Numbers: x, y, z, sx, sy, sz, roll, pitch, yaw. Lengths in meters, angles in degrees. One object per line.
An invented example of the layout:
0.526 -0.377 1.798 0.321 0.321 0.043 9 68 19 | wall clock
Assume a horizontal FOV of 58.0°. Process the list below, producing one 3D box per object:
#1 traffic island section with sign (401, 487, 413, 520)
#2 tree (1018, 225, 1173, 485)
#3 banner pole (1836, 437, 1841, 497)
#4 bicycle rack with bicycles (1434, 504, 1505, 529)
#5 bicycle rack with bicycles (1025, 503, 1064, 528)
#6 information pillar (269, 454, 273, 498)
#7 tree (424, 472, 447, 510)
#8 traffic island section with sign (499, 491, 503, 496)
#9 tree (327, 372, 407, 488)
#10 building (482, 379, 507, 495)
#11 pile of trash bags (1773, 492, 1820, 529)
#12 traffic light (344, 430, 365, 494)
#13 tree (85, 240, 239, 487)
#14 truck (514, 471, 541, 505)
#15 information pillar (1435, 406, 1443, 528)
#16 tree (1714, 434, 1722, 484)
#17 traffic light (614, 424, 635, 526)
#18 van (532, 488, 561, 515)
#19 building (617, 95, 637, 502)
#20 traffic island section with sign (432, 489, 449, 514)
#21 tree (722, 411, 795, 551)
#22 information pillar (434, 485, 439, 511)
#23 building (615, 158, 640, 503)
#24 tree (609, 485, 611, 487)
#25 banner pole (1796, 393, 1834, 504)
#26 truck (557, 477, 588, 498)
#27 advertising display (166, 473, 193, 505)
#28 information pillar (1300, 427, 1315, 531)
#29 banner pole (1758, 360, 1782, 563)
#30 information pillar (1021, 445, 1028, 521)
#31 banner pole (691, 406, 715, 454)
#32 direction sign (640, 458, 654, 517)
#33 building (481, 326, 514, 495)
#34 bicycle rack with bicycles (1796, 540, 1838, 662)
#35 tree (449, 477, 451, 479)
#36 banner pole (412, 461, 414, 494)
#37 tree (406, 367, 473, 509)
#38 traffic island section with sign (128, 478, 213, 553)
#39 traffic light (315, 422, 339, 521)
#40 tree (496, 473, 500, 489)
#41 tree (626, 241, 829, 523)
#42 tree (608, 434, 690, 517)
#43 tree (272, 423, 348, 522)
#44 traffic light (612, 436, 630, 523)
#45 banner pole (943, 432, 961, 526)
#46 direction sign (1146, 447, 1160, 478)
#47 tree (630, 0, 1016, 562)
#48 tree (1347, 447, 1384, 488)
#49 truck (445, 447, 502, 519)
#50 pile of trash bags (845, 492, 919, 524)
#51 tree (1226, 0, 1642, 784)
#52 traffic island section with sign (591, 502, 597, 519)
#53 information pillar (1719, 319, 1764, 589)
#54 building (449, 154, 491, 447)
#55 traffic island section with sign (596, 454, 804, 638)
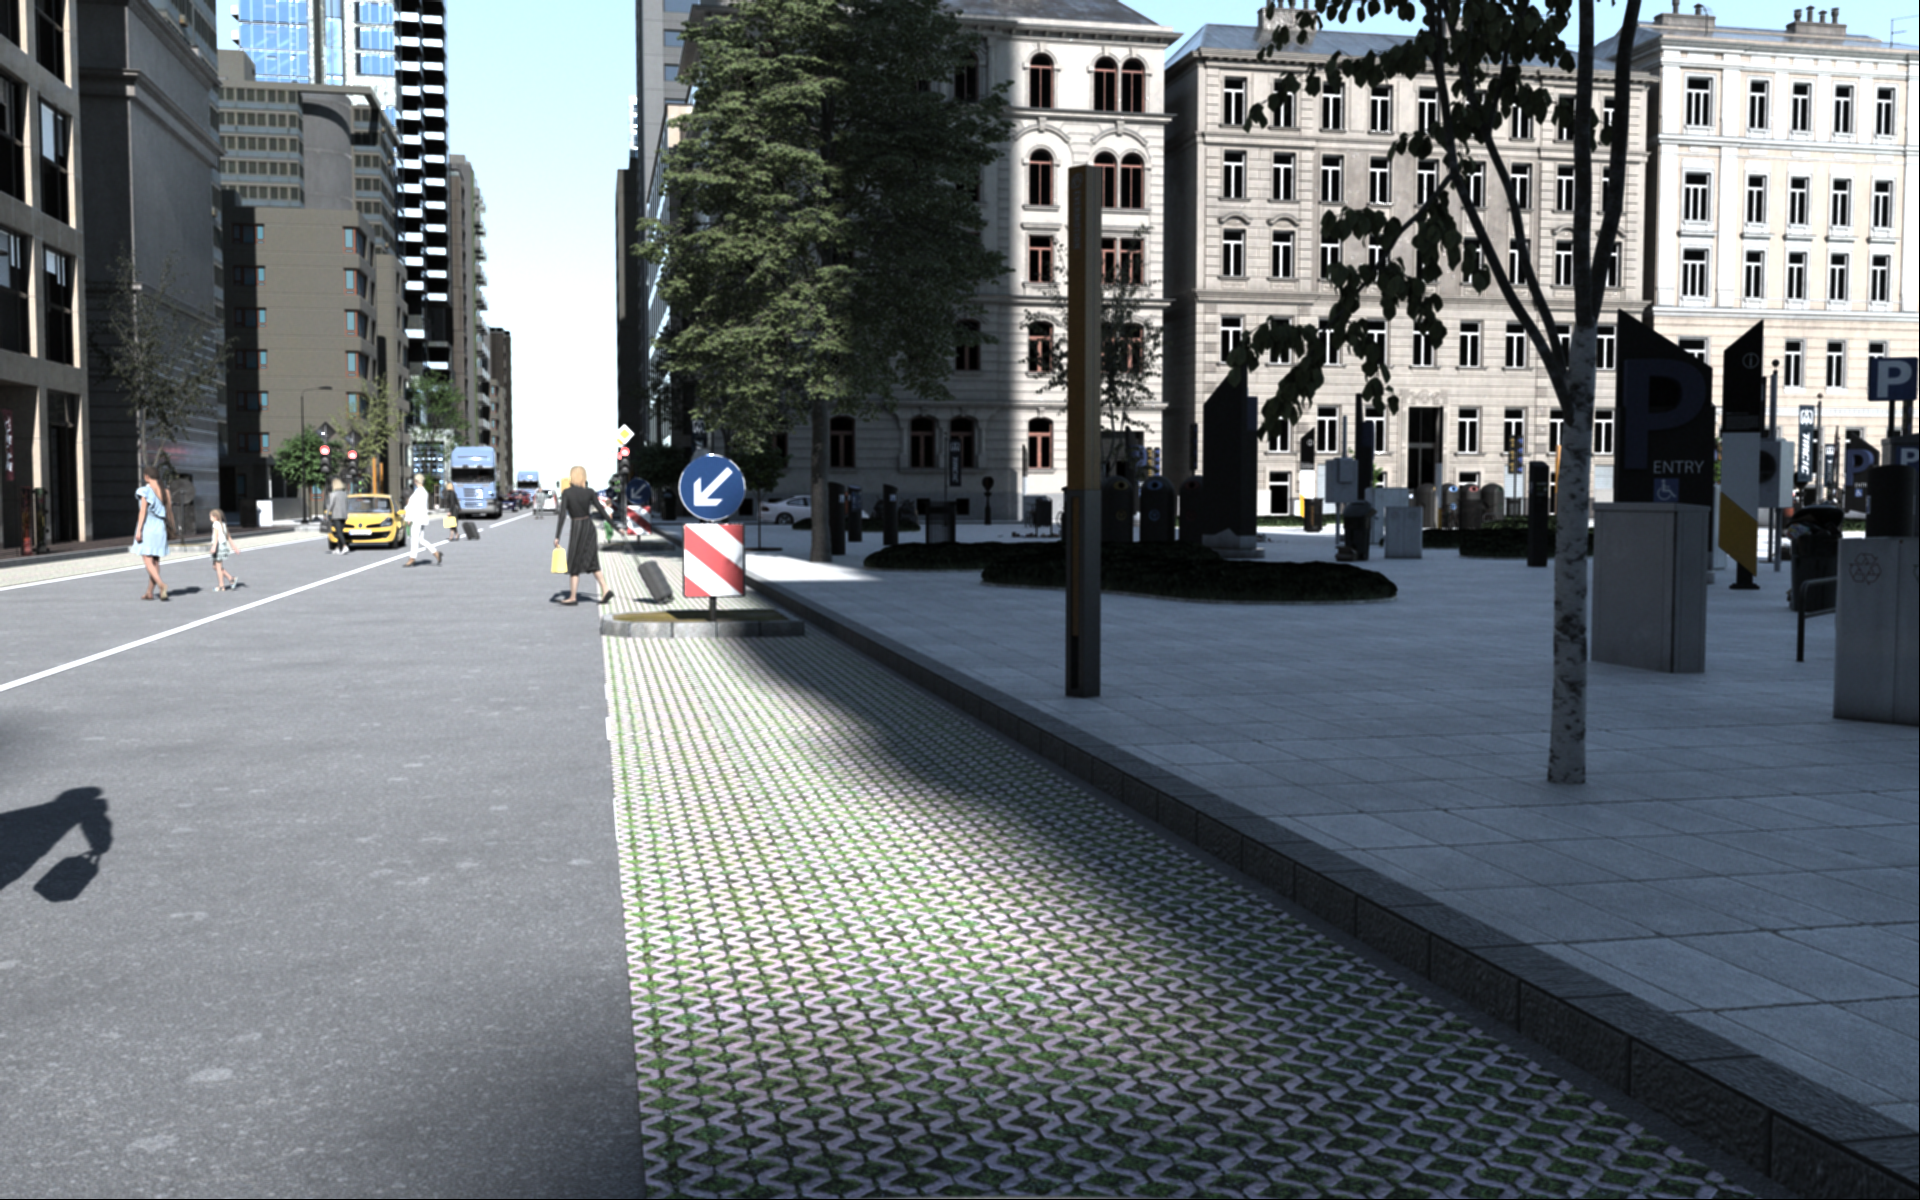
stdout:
-31.108 -5.443 97.622 1.989 1.847 2.006 -1 4 -12 | traffic island section with sign
3.659 -5.764 44.602 4.360 8.622 3.978 0 3 0 | tree
38.385 -5.270 76.179 0.863 3.779 0.401 0 4 -5 | banner pole
17.831 -2.927 61.239 2.852 0.926 2.925 3 5 41 | bicycle rack with bicycles
3.526 -3.270 66.854 2.852 0.926 2.925 2 4 28 | bicycle rack with bicycles
-40.379 -6.754 101.789 0.504 3.616 0.183 2 4 24 | information pillar
-42.389 -8.776 138.088 1.663 3.219 1.824 0 3 0 | tree
-52.867 -11.671 199.443 1.989 1.847 2.006 -1 4 -12 | traffic island section with sign
-35.282 -9.381 103.749 4.737 8.622 4.395 0 3 0 | tree
-86.081 -26.094 271.672 27.650 21.520 28.899 -1 4 -12 | building
30.564 -3.256 62.984 1.912 1.369 3.447 3 5 41 | pile of trash bags
-26.265 -5.271 75.097 0.839 4.253 0.868 -1 4 -12 | traffic light
-23.823 -6.170 51.238 4.360 8.622 3.978 0 3 0 | tree
-50.983 -13.195 205.499 2.967 4.110 18.799 -1 4 -12 | truck
12.861 -3.374 46.519 0.183 3.616 0.504 0 4 4 | information pillar
21.772 -3.289 48.382 1.663 3.219 1.824 0 3 0 | tree
-13.488 -4.939 69.669 0.839 4.253 0.868 -1 4 -12 | traffic light
-29.049 -7.003 121.516 2.013 2.044 4.112 -1 4 -11 | van
-42.679 -58.664 271.833 22.319 86.520 31.000 -1 4 -12 | building
-36.745 -7.055 123.984 1.989 1.847 2.006 -1 4 -12 | traffic island section with sign
-4.596 -2.748 39.535 1.663 3.219 1.824 0 3 0 | tree
-40.453 -7.910 133.813 0.304 2.012 0.304 -3 5 -42 | information pillar
-37.924 -38.116 246.896 21.300 48.544 21.600 -1 4 -12 | building
-58.636 -18.233 292.717 1.663 3.219 1.824 0 3 0 | tree
21.112 -3.240 42.997 0.863 3.779 0.401 -1 4 -18 | banner pole
-43.319 -12.100 193.765 3.469 3.379 9.791 -1 4 -13 | truck
-24.460 -3.004 54.323 0.974 1.923 0.123 1 4 22 | advertising display
12.099 -4.216 60.292 0.504 3.616 0.183 0 4 7 | information pillar
15.021 -2.599 32.509 0.401 3.779 0.863 -3 5 -43 | banner pole
3.080 -5.554 82.162 0.183 3.616 0.504 1 4 22 | information pillar
-7.214 -3.610 49.040 0.863 3.779 0.401 -2 4 -23 | banner pole
-17.522 -6.488 98.077 0.876 3.537 0.379 0 4 -6 | direction sign
-83.489 -31.939 293.896 14.160 30.474 14.107 -1 4 -12 | building
7.885 -0.001 13.405 2.852 0.926 2.925 3 5 41 | bicycle rack with bicycles
-46.926 -10.190 161.203 1.663 3.219 1.824 0 3 0 | tree
-41.252 -8.600 130.624 0.401 3.779 0.863 -2 4 -25 | banner pole
-44.099 -13.304 143.269 9.928 11.665 9.643 0 3 0 | tree
-19.488 -2.118 43.255 1.989 1.847 2.006 -1 4 -12 | traffic island section with sign
-24.596 -4.793 67.288 0.839 4.253 0.868 -1 4 -12 | traffic light
-60.835 -14.647 223.196 4.285 4.588 4.351 0 3 0 | tree
-7.884 -7.690 60.137 7.601 10.594 8.767 -2 4 -27 | tree
-16.526 -6.831 95.404 4.285 4.588 4.351 0 3 0 | tree
-29.761 -5.858 79.484 4.285 4.588 4.351 0 3 0 | tree
-15.157 -5.416 77.478 0.839 4.253 0.868 -1 4 -12 | traffic light
-0.344 -4.856 69.413 0.863 3.779 0.401 1 4 11 | banner pole
9.343 -5.620 83.877 0.876 3.537 0.379 -3 4 -38 | direction sign
-2.290 -6.978 32.217 7.486 12.596 7.792 0 3 0 | tree
13.997 -4.004 60.062 1.663 3.219 1.824 0 3 0 | tree
-28.994 -7.000 104.210 2.967 4.110 18.799 -1 4 -14 | truck
-3.318 -3.671 69.768 3.447 1.369 1.912 0 4 4 | pile of trash bags
2.585 -3.505 7.674 4.737 8.622 4.395 0 3 0 | tree
-8.371 -2.189 44.425 1.989 1.847 2.006 -1 4 -12 | traffic island section with sign
10.520 -1.955 23.311 0.504 3.616 0.183 1 4 10 | information pillar
-77.829 -38.085 242.300 23.786 49.044 30.456 -1 4 -12 | building
-2.736 -0.577 18.063 1.989 1.847 2.006 -1 4 -12 | traffic island section with sign
